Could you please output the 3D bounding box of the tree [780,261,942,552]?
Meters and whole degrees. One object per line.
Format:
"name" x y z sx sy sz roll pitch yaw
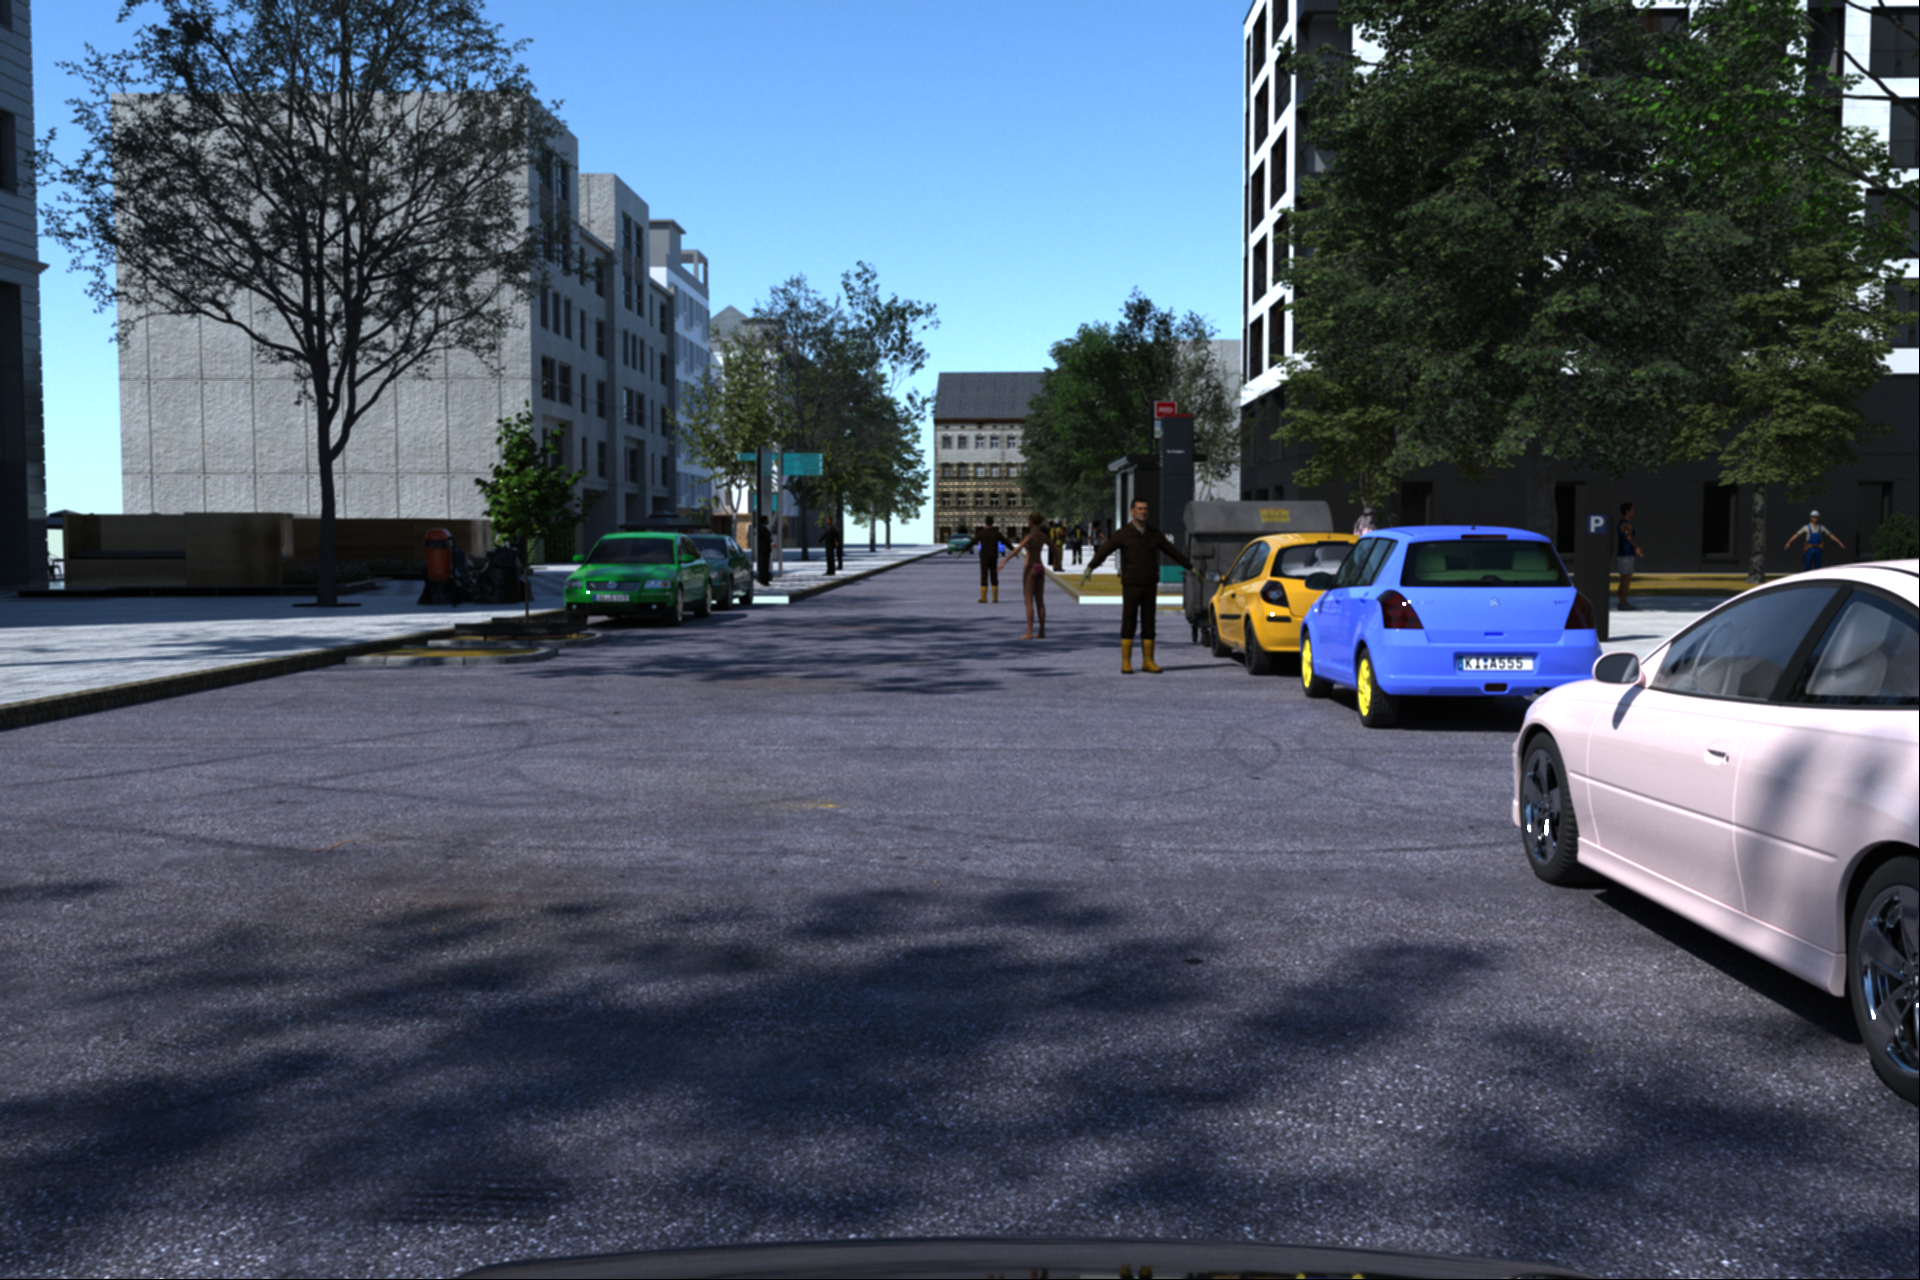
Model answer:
"tree" -7.274 -16.337 122.992 12.611 20.169 13.585 0 3 0

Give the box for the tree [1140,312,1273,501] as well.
"tree" 7.674 -6.584 58.008 4.360 8.622 3.978 0 3 0

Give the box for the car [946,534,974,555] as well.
"car" 0.053 -6.780 122.647 2.131 1.459 4.920 0 4 1

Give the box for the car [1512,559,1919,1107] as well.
"car" 3.300 0.410 5.660 2.083 1.381 4.827 0 4 0

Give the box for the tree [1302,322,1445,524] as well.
"tree" 12.226 -6.145 50.828 4.737 8.622 4.395 0 3 0

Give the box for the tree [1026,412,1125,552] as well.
"tree" 8.803 -11.759 126.666 8.767 10.594 7.601 -2 4 -26

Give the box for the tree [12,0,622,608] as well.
"tree" -11.066 -7.334 30.284 12.009 13.543 11.850 0 3 0

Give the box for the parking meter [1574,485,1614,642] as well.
"parking meter" 7.533 -0.911 20.600 0.399 1.863 0.255 0 4 1

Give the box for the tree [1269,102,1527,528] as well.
"tree" 11.551 -7.716 44.284 7.486 12.596 7.792 0 3 0

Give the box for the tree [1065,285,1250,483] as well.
"tree" 7.411 -8.012 65.405 7.601 10.594 8.767 1 4 10

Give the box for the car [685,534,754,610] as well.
"car" -5.192 -1.364 34.103 2.131 1.459 4.920 0 4 1

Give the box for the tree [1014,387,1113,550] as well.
"tree" 8.902 -14.400 142.099 9.857 13.997 8.962 0 3 0

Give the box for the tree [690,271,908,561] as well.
"tree" -7.480 -10.489 81.868 12.009 13.543 11.850 0 3 0

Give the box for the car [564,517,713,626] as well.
"car" -5.203 -1.195 28.336 1.959 1.807 4.718 0 4 1

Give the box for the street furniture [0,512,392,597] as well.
"street furniture" -15.701 -1.968 39.033 9.812 1.723 11.010 -1 4 -10

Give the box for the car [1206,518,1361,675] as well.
"car" 3.782 -0.537 19.004 2.015 1.641 3.980 0 4 0

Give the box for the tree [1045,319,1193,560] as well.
"tree" 7.753 -9.732 84.880 9.928 11.665 9.643 0 3 0

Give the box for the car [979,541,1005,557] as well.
"car" 2.079 -6.242 111.655 1.945 1.707 3.694 0 4 1

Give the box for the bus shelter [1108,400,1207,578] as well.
"bus shelter" 5.446 -4.400 49.576 2.179 5.291 8.768 0 4 0

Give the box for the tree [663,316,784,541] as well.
"tree" -7.783 -6.637 58.883 4.737 8.622 4.395 0 3 0

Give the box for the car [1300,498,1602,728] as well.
"car" 3.846 -0.275 14.091 1.945 1.707 3.694 0 4 1

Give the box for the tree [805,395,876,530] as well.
"tree" -6.796 -8.699 92.597 4.737 8.622 4.395 0 3 0

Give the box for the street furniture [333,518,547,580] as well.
"street furniture" -16.625 -2.669 50.492 11.010 1.723 9.812 1 4 10

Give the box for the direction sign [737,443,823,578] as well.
"direction sign" -5.279 -3.834 51.441 2.525 3.948 1.411 0 4 1

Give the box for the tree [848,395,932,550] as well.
"tree" -6.321 -13.697 142.070 7.486 12.596 7.792 0 3 0

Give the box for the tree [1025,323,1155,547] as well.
"tree" 8.566 -12.044 103.569 9.857 13.997 8.962 0 3 0

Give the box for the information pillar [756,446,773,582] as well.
"information pillar" -5.330 -3.419 47.212 0.184 3.620 1.656 0 4 3

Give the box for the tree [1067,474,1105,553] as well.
"tree" 8.810 -10.215 117.374 4.737 8.622 4.395 0 3 0

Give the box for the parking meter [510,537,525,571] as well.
"parking meter" -9.096 -1.663 35.607 0.372 1.533 0.369 0 3 0

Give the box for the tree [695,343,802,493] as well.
"tree" -7.814 -7.077 66.072 4.737 8.622 4.395 0 3 0

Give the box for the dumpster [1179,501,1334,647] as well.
"dumpster" 3.817 -0.867 22.387 1.865 1.857 1.264 0 4 0

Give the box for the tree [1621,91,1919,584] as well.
"tree" 20.807 -7.763 45.050 7.486 12.596 7.792 0 3 0

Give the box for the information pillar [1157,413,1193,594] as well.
"information pillar" 4.674 -2.941 37.465 0.750 3.857 0.750 0 3 0

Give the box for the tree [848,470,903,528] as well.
"tree" -11.046 -19.018 229.065 7.486 12.596 7.792 0 3 0
